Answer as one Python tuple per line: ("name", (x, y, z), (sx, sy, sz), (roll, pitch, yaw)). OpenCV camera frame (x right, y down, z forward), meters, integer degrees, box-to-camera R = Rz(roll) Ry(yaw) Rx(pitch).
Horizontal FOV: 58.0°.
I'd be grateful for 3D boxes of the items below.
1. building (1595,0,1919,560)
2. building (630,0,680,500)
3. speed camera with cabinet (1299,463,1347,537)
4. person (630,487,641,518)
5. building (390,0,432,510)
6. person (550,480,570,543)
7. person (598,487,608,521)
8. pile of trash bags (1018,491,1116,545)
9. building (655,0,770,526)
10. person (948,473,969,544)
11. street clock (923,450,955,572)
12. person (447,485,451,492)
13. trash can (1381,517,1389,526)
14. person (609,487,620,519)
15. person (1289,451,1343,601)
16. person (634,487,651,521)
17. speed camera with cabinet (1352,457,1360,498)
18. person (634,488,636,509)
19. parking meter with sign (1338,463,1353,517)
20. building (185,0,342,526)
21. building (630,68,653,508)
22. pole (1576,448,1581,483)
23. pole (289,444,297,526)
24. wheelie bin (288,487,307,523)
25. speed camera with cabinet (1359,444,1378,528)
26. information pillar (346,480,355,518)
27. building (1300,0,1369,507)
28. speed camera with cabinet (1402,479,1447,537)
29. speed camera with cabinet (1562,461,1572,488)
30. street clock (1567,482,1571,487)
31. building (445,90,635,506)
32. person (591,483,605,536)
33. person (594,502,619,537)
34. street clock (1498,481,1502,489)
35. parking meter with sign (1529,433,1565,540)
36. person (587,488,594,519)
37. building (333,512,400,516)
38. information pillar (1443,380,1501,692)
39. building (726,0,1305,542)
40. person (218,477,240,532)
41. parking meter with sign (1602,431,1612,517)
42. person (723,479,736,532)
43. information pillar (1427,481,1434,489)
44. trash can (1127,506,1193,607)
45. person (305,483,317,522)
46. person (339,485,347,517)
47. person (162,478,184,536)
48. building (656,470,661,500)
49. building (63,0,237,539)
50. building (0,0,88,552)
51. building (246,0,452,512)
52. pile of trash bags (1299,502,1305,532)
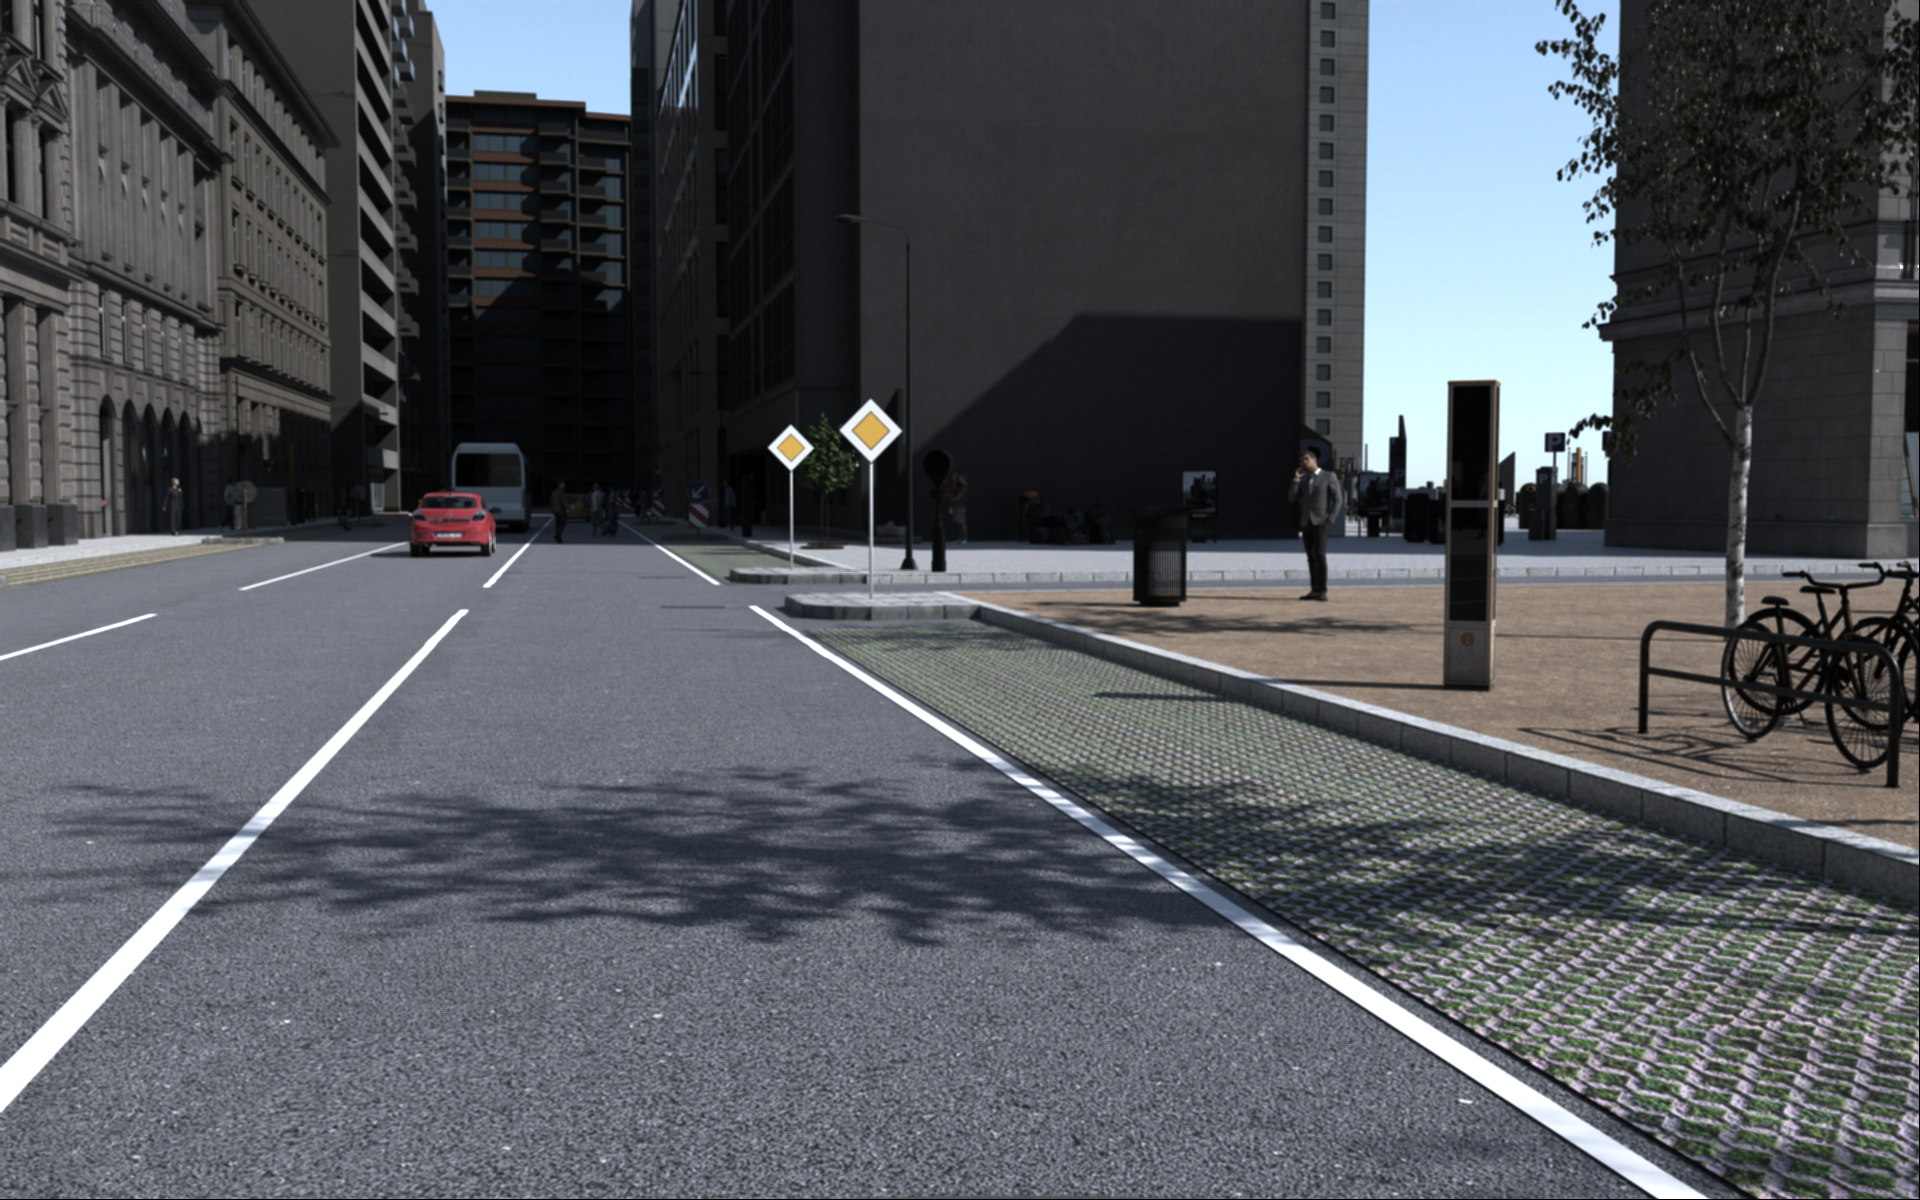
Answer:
("building", (18.080, -11.431, 37.811), (40.483, 20.767, 10.553), (-1, 4, -12))
("building", (-22.656, -40.077, 197.258), (28.212, 58.520, 21.231), (-1, 4, -12))
("speed camera with cabinet", (10.486, -3.495, 51.474), (2.038, 3.252, 0.660), (-2, 4, -26))
("person", (-19.480, -5.919, 104.909), (0.705, 1.869, 1.348), (3, 5, 39))
("building", (-53.607, -31.319, 131.675), (23.786, 49.044, 30.456), (-1, 4, -12))
("person", (-11.718, -2.591, 50.769), (0.656, 1.842, 0.836), (0, 4, 4))
("person", (-18.977, -5.103, 92.108), (0.592, 1.802, 0.473), (-1, 4, -14))
("pile of trash bags", (2.516, -2.155, 44.987), (1.912, 1.369, 3.447), (-2, 4, -29))
("building", (-4.741, -17.319, 87.681), (19.350, 26.468, 34.151), (-1, 4, -12))
("person", (-0.021, -2.344, 44.340), (0.580, 1.828, 0.573), (1, 4, 21))
("street clock", (-0.348, -1.462, 28.472), (0.471, 2.002, 0.358), (1, 4, 20))
("person", (-22.375, -4.114, 75.784), (0.654, 1.822, 0.581), (3, 5, 43))
("trash can", (15.741, -3.169, 63.462), (0.748, 1.137, 0.748), (0, 3, 0))
("person", (-19.763, -5.525, 98.692), (0.748, 1.841, 0.638), (0, 4, -8))
("person", (4.294, -0.901, 20.953), (0.473, 1.802, 0.592), (-2, 4, -28))
("person", (-15.028, -4.503, 82.400), (0.850, 1.792, 0.678), (1, 4, 18))
("speed camera with cabinet", (20.389, -5.937, 91.412), (2.038, 3.252, 0.660), (0, 4, 0))
("person", (-27.932, -8.808, 149.925), (0.599, 1.838, 0.709), (-1, 4, -8))
("parking meter with sign", (20.763, -6.088, 95.795), (1.738, 3.016, 0.543), (0, 4, 1))
("building", (-38.986, -15.121, 80.511), (16.112, 22.955, 30.059), (-1, 4, -12))
("building", (-25.249, -29.820, 171.158), (14.154, 41.232, 14.086), (-1, 4, -12))
("pole", (27.088, -5.019, 75.904), (0.158, 3.312, 0.155), (0, 3, 0))
("pole", (-27.115, -4.682, 70.388), (0.158, 3.312, 0.155), (0, 3, 0))
("wheelie bin", (-29.018, -4.162, 75.956), (0.693, 1.594, 0.980), (-1, 4, -11))
("speed camera with cabinet", (15.963, -4.460, 67.252), (0.660, 3.252, 2.038), (1, 4, 12))
("information pillar", (-32.325, -5.343, 91.842), (0.304, 2.012, 0.304), (2, 4, 25))
("building", (28.099, -45.302, 178.933), (20.611, 71.187, 20.563), (-1, 4, -12))
("speed camera with cabinet", (14.419, -3.537, 52.171), (2.038, 3.252, 0.660), (1, 4, 20))
("speed camera with cabinet", (37.506, -6.800, 105.514), (2.038, 3.252, 0.660), (-3, 4, -37))
("street clock", (35.358, -5.846, 100.153), (0.471, 2.002, 0.358), (1, 4, 15))
("building", (-50.474, -32.825, 191.309), (28.867, 44.769, 22.147), (-1, 4, -12))
("person", (-12.386, -3.094, 59.305), (0.641, 1.798, 0.478), (3, 5, 40))
("person", (-11.696, -2.664, 57.558), (0.738, 1.151, 1.012), (-2, 4, -24))
("street clock", (28.733, -5.389, 92.681), (0.471, 2.002, 0.358), (0, 4, 7))
("parking meter with sign", (16.419, -3.198, 48.553), (0.543, 3.016, 1.738), (2, 4, 35))
("person", (-21.440, -5.656, 101.177), (0.606, 1.804, 0.583), (0, 4, 1))
("building", (-47.071, -29.531, 106.526), (21.300, 48.544, 21.600), (-1, 4, -12))
("information pillar", (3.357, -0.420, 11.365), (0.304, 2.012, 0.304), (1, 4, 22))
("building", (0.151, -16.186, 58.145), (14.314, 27.812, 24.014), (-1, 4, -12))
("person", (-24.764, -3.223, 58.587), (0.795, 1.843, 0.661), (0, 4, -4))
("parking meter with sign", (18.216, -3.114, 47.176), (0.543, 3.016, 1.738), (-1, 4, -13))
("person", (-7.837, -3.218, 58.998), (0.444, 1.785, 0.601), (-1, 4, -20))
("information pillar", (27.374, -5.897, 100.903), (0.304, 2.012, 0.304), (3, 4, 39))
("trash can", (2.288, -0.499, 19.820), (0.748, 1.137, 0.748), (0, 3, 0))
("person", (-29.759, -4.454, 79.295), (0.576, 1.772, 0.534), (-1, 4, -21))
("person", (-35.118, -5.666, 98.957), (0.573, 1.790, 0.520), (0, 4, -8))
("person", (-24.181, -2.860, 53.230), (0.534, 1.772, 0.576), (1, 4, 11))
("building", (-5.606, -26.506, 125.256), (32.217, 40.220, 23.993), (-1, 4, -12))
("building", (-31.977, -13.005, 54.431), (13.314, 21.916, 24.055), (-1, 4, -12))
("building", (-25.154, -12.509, 33.395), (11.050, 23.489, 19.941), (-1, 4, -12))
("building", (-59.099, -32.827, 160.421), (21.600, 48.544, 21.300), (-1, 4, -12))
("pile of trash bags", (10.896, -2.988, 58.611), (1.912, 1.369, 3.447), (1, 4, 18))
